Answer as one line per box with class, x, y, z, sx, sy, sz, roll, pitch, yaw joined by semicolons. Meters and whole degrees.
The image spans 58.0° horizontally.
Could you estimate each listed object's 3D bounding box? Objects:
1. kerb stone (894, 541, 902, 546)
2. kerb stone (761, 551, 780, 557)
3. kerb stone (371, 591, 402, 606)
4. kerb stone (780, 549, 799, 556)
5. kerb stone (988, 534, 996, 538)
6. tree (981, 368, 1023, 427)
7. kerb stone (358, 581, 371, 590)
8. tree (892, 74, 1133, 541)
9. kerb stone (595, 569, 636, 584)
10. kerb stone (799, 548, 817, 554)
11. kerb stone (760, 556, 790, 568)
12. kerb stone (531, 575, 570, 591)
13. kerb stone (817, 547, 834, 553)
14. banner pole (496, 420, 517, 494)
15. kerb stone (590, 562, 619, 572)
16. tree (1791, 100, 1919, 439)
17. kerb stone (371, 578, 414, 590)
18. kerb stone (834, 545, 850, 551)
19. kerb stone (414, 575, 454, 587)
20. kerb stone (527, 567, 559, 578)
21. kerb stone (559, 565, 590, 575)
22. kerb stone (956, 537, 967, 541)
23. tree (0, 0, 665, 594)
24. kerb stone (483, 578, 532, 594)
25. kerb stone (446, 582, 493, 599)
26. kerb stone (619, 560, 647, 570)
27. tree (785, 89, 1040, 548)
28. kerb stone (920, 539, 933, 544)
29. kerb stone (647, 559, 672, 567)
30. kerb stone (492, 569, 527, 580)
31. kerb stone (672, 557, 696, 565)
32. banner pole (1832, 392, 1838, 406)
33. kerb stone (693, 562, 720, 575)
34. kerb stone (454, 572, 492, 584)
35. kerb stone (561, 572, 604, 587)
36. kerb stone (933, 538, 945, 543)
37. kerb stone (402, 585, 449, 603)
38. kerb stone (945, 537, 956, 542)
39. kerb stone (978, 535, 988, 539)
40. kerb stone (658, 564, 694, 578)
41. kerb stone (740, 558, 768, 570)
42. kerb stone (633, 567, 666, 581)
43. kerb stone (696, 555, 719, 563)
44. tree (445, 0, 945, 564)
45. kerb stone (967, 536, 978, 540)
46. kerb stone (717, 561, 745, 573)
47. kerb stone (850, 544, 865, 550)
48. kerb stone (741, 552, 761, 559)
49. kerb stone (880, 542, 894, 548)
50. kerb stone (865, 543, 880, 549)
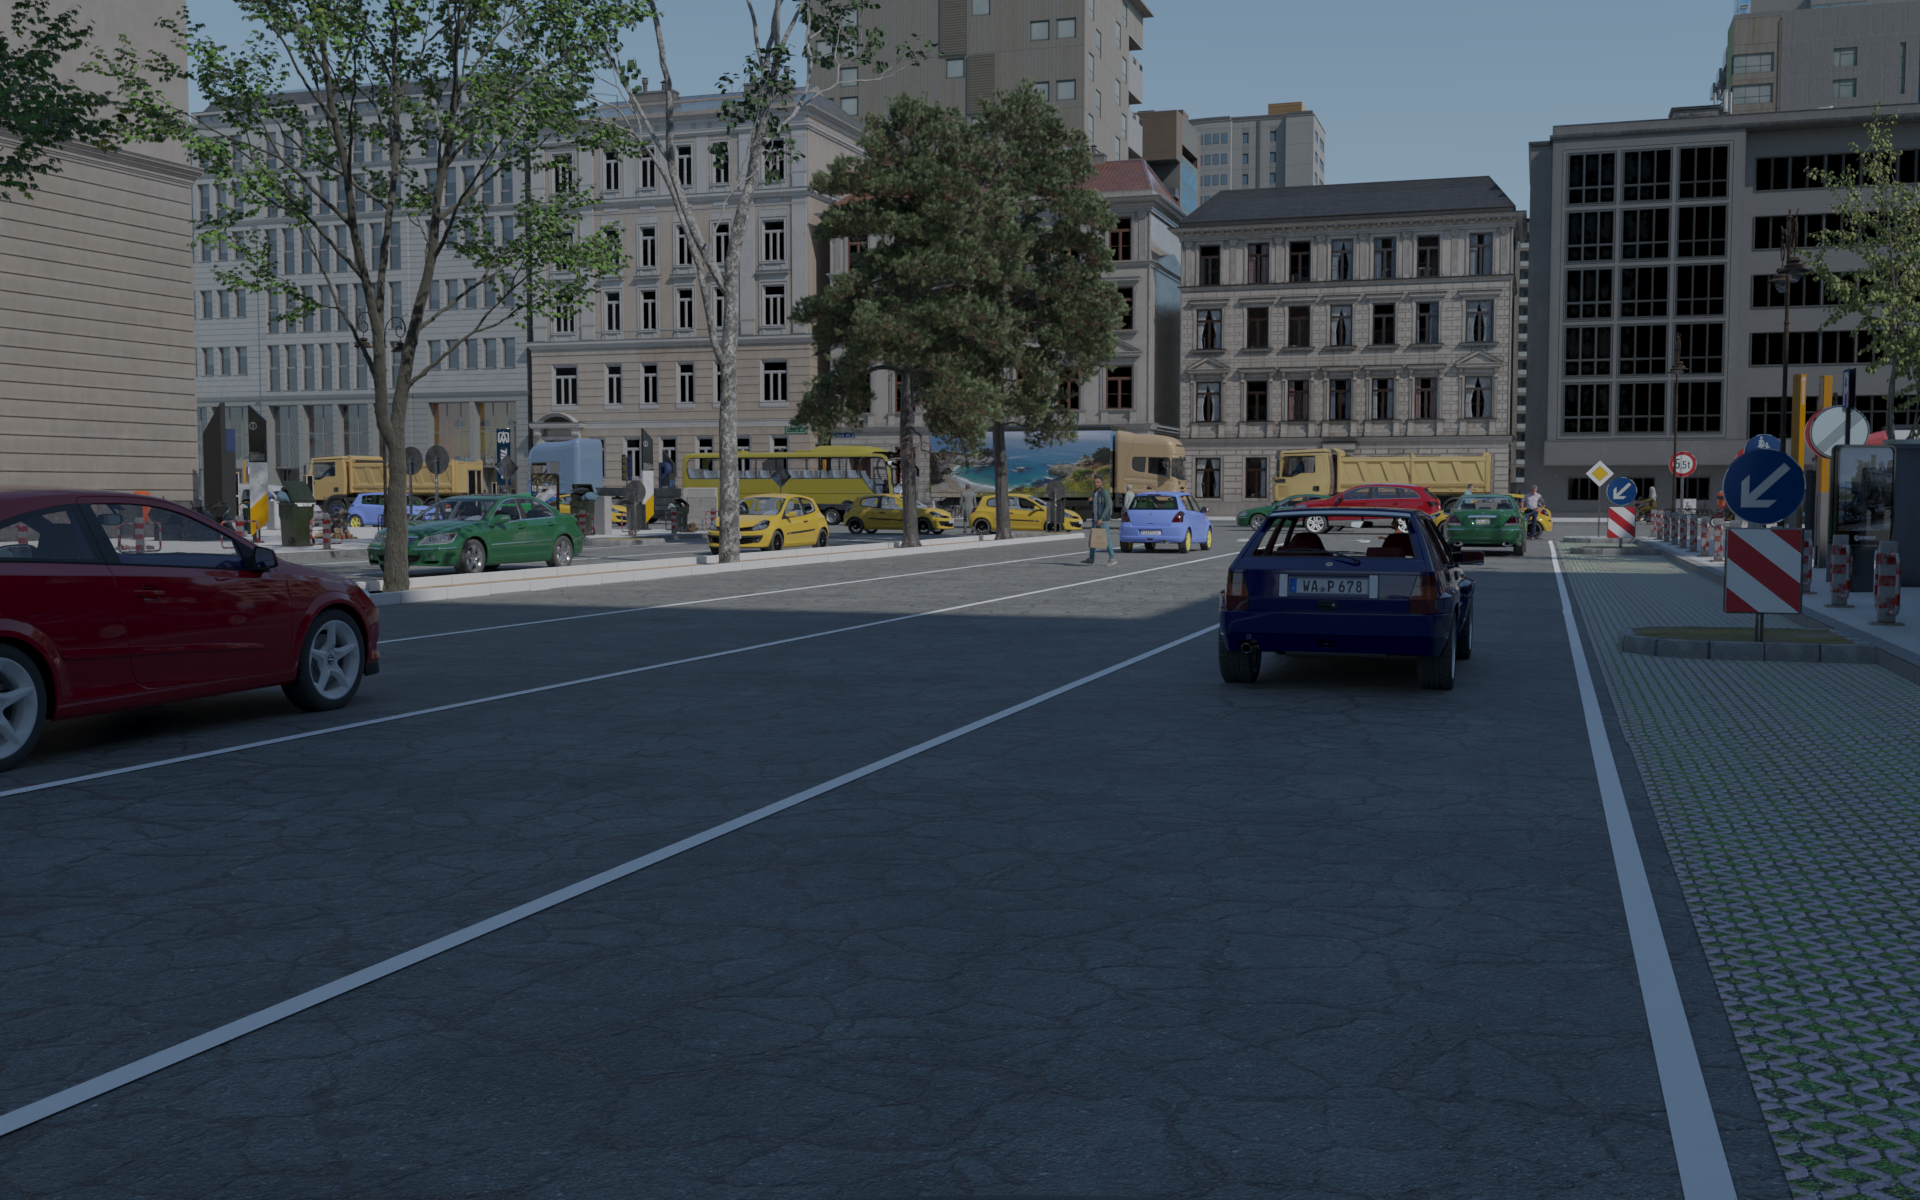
kerb stone;-1.708;-1.470;46.354;0.120;0.150;1.000;1;4;18
kerb stone;-4.315;-0.999;38.547;0.120;0.150;1.000;1;4;18
kerb stone;-7.553;0.000;22.224;0.120;0.150;1.000;1;4;18
kerb stone;-3.999;-1.056;39.524;0.120;0.150;1.000;1;4;18
kerb stone;0.899;-1.951;54.168;0.120;0.150;1.000;1;4;18
tree;1.725;-8.984;97.251;4.360;8.622;3.978;0;3;0
kerb stone;-8.877;-0.161;24.884;0.120;0.150;1.000;1;4;18
tree;1.198;-8.710;52.291;7.806;13.903;7.818;0;3;0
kerb stone;-5.598;-0.360;28.074;0.120;0.150;1.000;1;4;18
kerb stone;-3.661;-1.120;40.503;0.120;0.150;1.000;1;4;18
kerb stone;-3.645;-0.718;33.941;0.120;0.150;1.000;1;4;18
kerb stone;-6.248;-0.236;26.126;0.120;0.150;1.000;1;4;18
kerb stone;-3.335;-1.179;41.477;0.120;0.150;1.000;1;4;18
banner pole;-15.209;-4.183;58.404;0.863;3.779;0.401;-2;4;-25
kerb stone;-6.594;-0.583;31.725;0.120;0.150;1.000;1;4;18
tree;18.078;-5.046;32.860;4.737;8.622;4.395;0;3;0
kerb stone;-8.557;-0.219;25.859;0.120;0.150;1.000;1;4;18
kerb stone;-3.000;-1.239;42.456;0.120;0.150;1.000;1;4;18
kerb stone;-8.233;-0.280;26.836;0.120;0.150;1.000;1;4;18
kerb stone;-7.255;-0.463;29.768;0.120;0.150;1.000;1;4;18
kerb stone;-6.919;-0.523;30.744;0.120;0.150;1.000;1;4;18
kerb stone;-0.075;-1.776;51.236;0.120;0.150;1.000;1;4;18
tree;-7.975;-5.870;24.181;9.928;11.665;9.643;0;3;0
kerb stone;-6.580;-0.181;25.155;0.120;0.150;1.000;1;4;18
kerb stone;-6.900;-0.121;24.177;0.120;0.150;1.000;1;4;18
kerb stone;-6.263;-0.642;32.697;0.120;0.150;1.000;1;4;18
tree;-1.383;-7.396;45.441;6.751;12.117;7.091;0;3;0
kerb stone;-1.054;-1.592;48.306;0.120;0.150;1.000;1;4;18
kerb stone;-5.941;-0.700;33.671;0.120;0.150;1.000;1;4;18
kerb stone;-7.573;-0.400;28.788;0.120;0.150;1.000;1;4;18
kerb stone;-5.618;-0.761;34.646;0.120;0.150;1.000;1;4;18
banner pole;21.554;-3.228;42.801;0.401;3.779;0.863;1;4;23
kerb stone;-4.617;-0.539;31.007;0.120;0.150;1.000;1;4;18
kerb stone;-7.898;-0.343;27.814;0.120;0.150;1.000;1;4;18
kerb stone;-5.921;-0.300;27.099;0.120;0.150;1.000;1;4;18
kerb stone;-0.724;-1.657;49.284;0.120;0.150;1.000;1;4;18
kerb stone;-7.226;-0.062;23.203;0.120;0.150;1.000;1;4;18
kerb stone;-0.401;-1.717;50.262;0.120;0.150;1.000;1;4;18
kerb stone;0.578;-1.896;53.193;0.120;0.150;1.000;1;4;18
kerb stone;-4.947;-0.478;30.025;0.120;0.150;1.000;1;4;18
kerb stone;-3.971;-0.659;32.968;0.120;0.150;1.000;1;4;18
kerb stone;-5.268;-0.419;29.048;0.120;0.150;1.000;1;4;18
kerb stone;-5.290;-0.819;35.622;0.120;0.150;1.000;1;4;18
tree;-5.493;-10.816;35.187;12.611;20.169;13.585;0;3;0
kerb stone;0.250;-1.836;52.216;0.120;0.150;1.000;1;4;18
kerb stone;-4.296;-0.599;31.983;0.120;0.150;1.000;1;4;18
kerb stone;-2.684;-1.299;43.432;0.120;0.150;1.000;1;4;18
kerb stone;-4.647;-0.940;37.572;0.120;0.150;1.000;1;4;18
kerb stone;-2.030;-1.418;45.379;0.120;0.150;1.000;1;4;18
kerb stone;-2.350;-1.358;44.404;0.120;0.150;1.000;1;4;18
